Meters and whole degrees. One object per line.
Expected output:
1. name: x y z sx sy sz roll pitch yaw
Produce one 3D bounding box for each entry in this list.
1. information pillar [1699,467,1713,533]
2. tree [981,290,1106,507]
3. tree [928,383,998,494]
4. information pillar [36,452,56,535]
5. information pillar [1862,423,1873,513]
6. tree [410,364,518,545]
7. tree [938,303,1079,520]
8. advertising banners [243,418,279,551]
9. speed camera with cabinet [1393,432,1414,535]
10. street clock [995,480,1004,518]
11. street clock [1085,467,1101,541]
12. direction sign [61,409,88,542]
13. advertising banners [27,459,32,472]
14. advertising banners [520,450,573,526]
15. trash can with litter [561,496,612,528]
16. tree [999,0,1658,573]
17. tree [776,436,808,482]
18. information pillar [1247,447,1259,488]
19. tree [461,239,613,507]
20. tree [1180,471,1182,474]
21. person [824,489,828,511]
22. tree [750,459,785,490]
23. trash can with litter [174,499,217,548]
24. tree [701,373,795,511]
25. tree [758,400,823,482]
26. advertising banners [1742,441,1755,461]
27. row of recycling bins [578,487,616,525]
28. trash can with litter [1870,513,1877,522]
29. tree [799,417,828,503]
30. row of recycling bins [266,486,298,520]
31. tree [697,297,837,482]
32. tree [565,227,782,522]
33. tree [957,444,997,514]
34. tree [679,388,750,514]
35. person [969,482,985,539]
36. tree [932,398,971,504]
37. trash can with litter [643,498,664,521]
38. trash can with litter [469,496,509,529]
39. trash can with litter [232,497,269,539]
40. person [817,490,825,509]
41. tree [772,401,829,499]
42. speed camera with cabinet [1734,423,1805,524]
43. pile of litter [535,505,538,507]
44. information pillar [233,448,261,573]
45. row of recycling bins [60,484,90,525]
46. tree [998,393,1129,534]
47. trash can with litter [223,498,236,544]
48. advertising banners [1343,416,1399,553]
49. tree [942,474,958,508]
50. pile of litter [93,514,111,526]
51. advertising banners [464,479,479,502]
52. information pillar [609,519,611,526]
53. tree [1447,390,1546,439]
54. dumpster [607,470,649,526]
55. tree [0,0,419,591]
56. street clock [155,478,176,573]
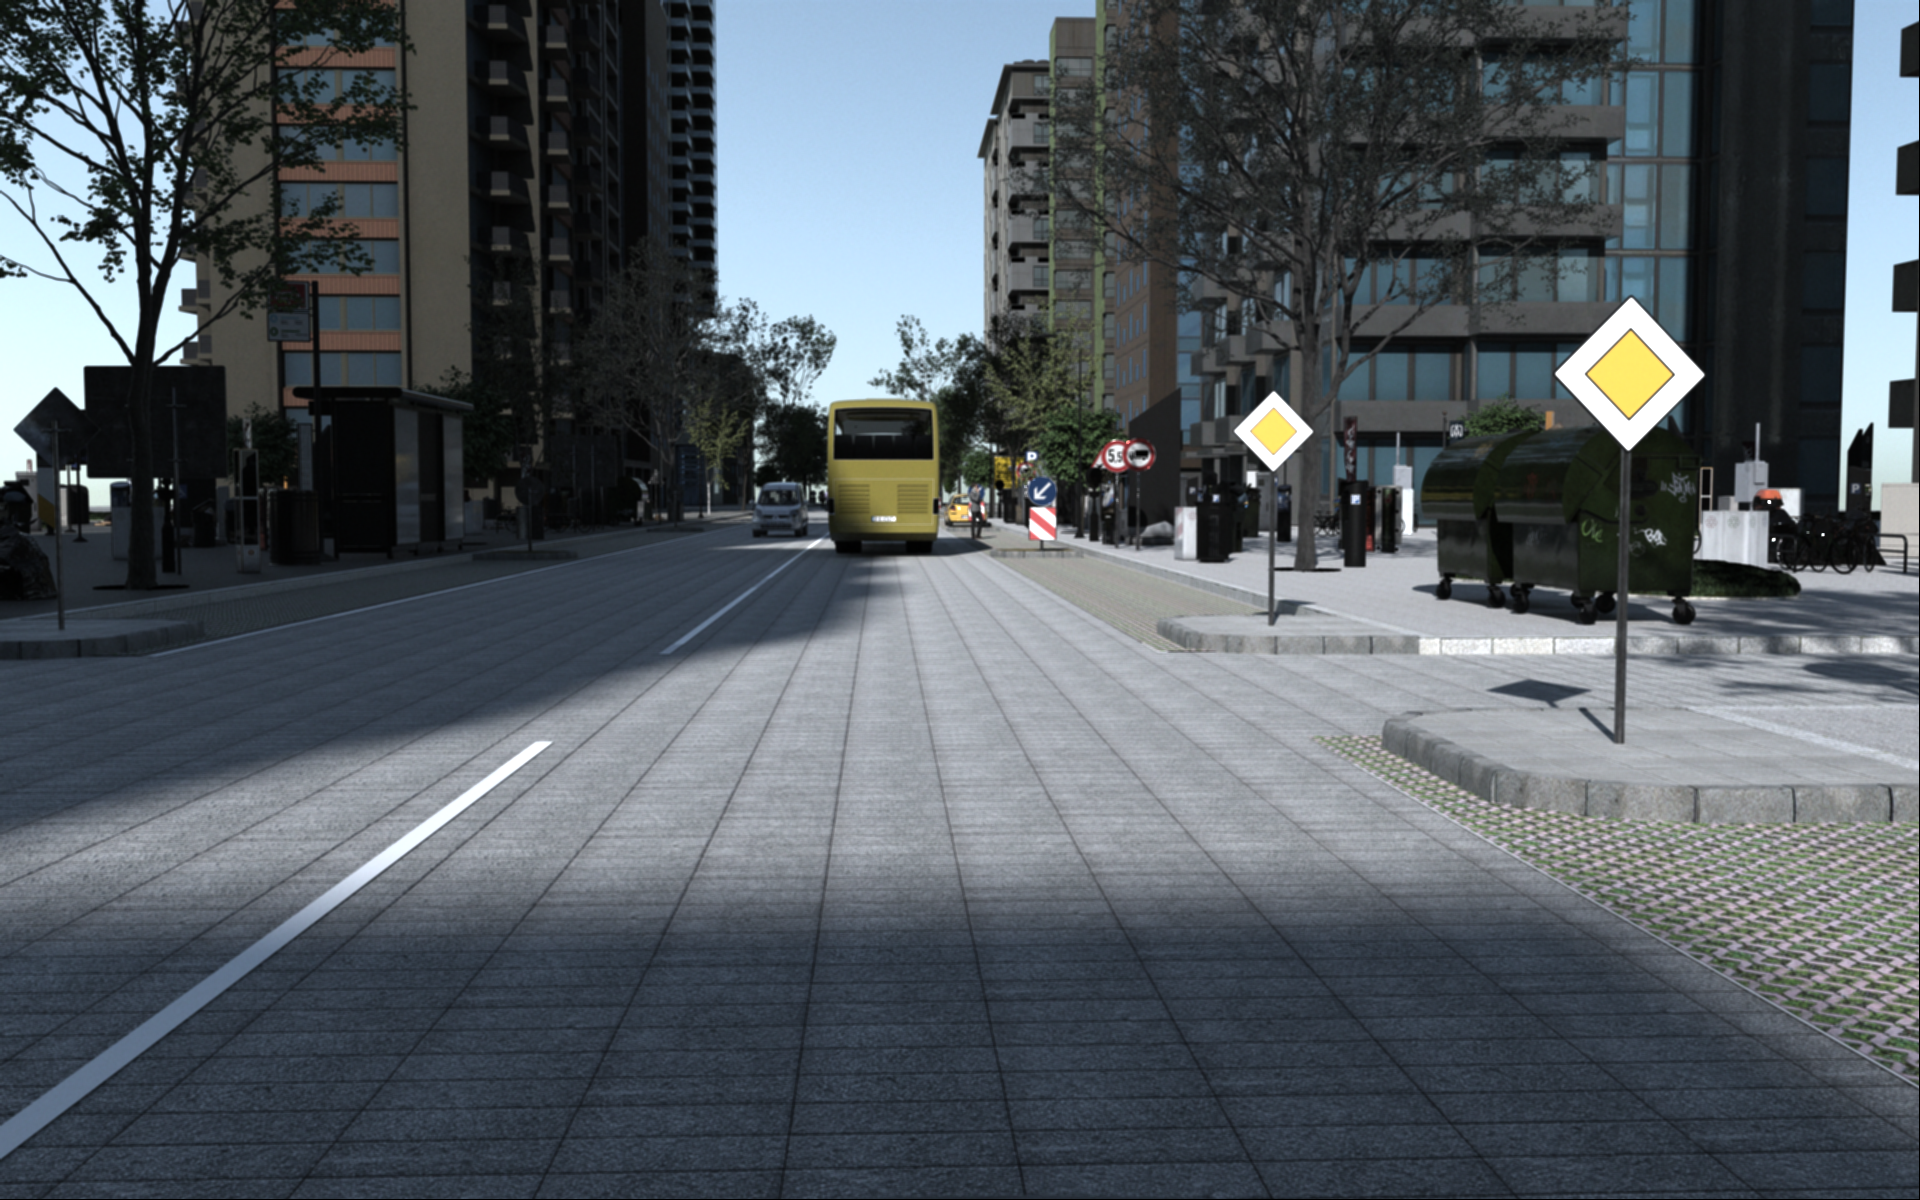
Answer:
1. information pillar: 20.663 -2.659 47.971 0.304 2.012 0.304 2 4 27
2. tree: 3.175 -6.825 61.952 4.737 8.622 4.395 0 3 0
3. tree: 0.040 -13.946 153.779 9.928 11.665 9.643 0 3 0
4. information pillar: -28.470 -3.829 53.953 0.504 3.616 0.183 -2 4 -29
5. information pillar: 29.897 -4.022 57.111 0.183 3.616 0.504 0 4 -2
6. tree: -12.750 -3.689 44.022 4.285 4.588 4.351 0 3 0
7. tree: 2.427 -9.234 85.389 8.767 10.594 7.601 2 4 35
8. advertising banners: -15.861 -2.639 39.338 0.090 3.025 2.074 -3 5 -43
9. speed camera with cabinet: 14.082 -3.706 54.934 0.660 3.252 2.038 1 4 13
10. street clock: 2.095 -5.311 91.405 0.471 2.002 0.358 0 4 6
11. street clock: 3.640 -2.591 46.937 0.471 2.002 0.358 -2 4 -30
12. direction sign: -23.677 -3.333 46.498 0.876 3.537 0.379 1 4 16
13. advertising banners: -47.491 -5.604 87.818 2.074 3.025 0.090 3 4 39
14. advertising banners: -16.611 -4.484 69.507 2.074 3.025 0.090 -1 4 -22
15. trash can with litter: -14.177 -3.291 64.870 2.233 1.210 1.678 1 4 16
16. tree: 5.907 -7.224 28.475 12.009 13.543 11.850 0 3 0
17. tree: -20.428 -16.021 212.305 4.360 8.622 3.978 0 3 0
18. information pillar: 10.524 -4.330 62.150 0.183 3.616 0.504 -3 5 -44
19. tree: -12.511 -6.104 50.156 4.360 8.622 3.978 0 3 0
20. tree: 9.076 -5.018 76.645 1.663 3.219 1.824 0 3 0
21. person: -10.933 -8.308 144.200 0.599 1.838 0.709 -3 5 -43
22. tree: -17.677 -10.764 159.711 4.285 4.588 4.351 0 3 0
23. trash can with litter: -18.364 -1.841 41.481 1.055 1.170 0.624 -1 4 -9
24. tree: -15.725 -11.843 128.047 7.601 10.594 8.767 0 4 7
25. tree: -18.646 -16.161 189.986 9.928 11.665 9.643 0 3 0
26. advertising banners: 26.898 -3.760 57.666 2.074 3.025 0.090 -1 4 -12
27. row of recycling bins: -15.115 -3.992 72.375 1.069 1.692 3.534 0 4 2
28. trash can with litter: 40.472 -4.110 78.252 2.233 1.210 1.678 -1 4 -8
29. tree: -22.049 -20.258 249.350 7.486 12.596 7.792 0 3 0
30. row of recycling bins: -33.757 -4.846 86.337 1.069 1.692 3.534 0 4 4
31. tree: -18.578 -19.092 168.046 12.611 20.169 13.585 0 3 0
32. tree: -13.585 -10.419 80.717 12.009 13.543 11.850 0 3 0
33. tree: 1.390 -7.960 113.863 4.285 4.588 4.351 0 3 0
34. tree: -15.601 -9.691 108.818 4.737 8.622 4.395 0 3 0
35. person: 0.537 -2.834 55.017 0.473 1.802 0.592 3 5 39
36. tree: -2.371 -17.451 203.453 7.486 12.596 7.792 0 3 0
37. trash can with litter: -14.887 -4.425 83.738 1.055 1.170 0.624 -3 4 -37
38. trash can with litter: -17.708 -3.242 64.071 2.233 1.210 1.678 0 4 7
39. trash can with litter: -20.330 -2.328 49.119 2.233 1.210 1.678 -1 4 -16
40. person: -13.243 -9.739 167.742 1.348 1.823 0.705 2 4 23
41. tree: -21.385 -20.193 236.809 9.857 13.997 8.962 0 3 0
42. speed camera with cabinet: 22.797 -3.328 48.742 2.038 3.252 0.660 -1 4 -21
43. pile of litter: -18.703 -3.786 75.858 1.719 0.858 1.176 -1 4 -15
44. information pillar: -11.567 -1.444 28.104 0.304 2.012 0.304 -3 5 -40
45. row of recycling bins: -37.868 -4.052 73.356 1.069 1.692 3.534 0 4 -5
46. tree: 3.995 -4.454 56.534 4.285 4.588 4.351 0 3 0
47. trash can with litter: -18.735 -2.050 44.901 0.624 1.170 1.055 -2 4 -29
48. advertising banners: 9.094 -2.585 38.454 0.090 3.025 2.074 -1 4 -22
49. tree: -0.878 -10.422 165.003 1.663 3.219 1.824 0 3 0
50. pile of litter: -34.523 -3.470 70.697 1.719 0.858 1.176 1 4 20
51. advertising banners: -17.562 -3.982 61.288 0.090 3.025 2.074 1 4 19
52. information pillar: -14.247 -4.850 70.657 0.183 3.616 0.504 0 4 -8
53. tree: 17.239 -4.367 55.114 4.285 4.588 4.351 0 3 0
54. dumpster: -13.350 -4.088 69.326 1.502 2.255 1.985 0 4 -2
55. tree: -10.908 -5.950 23.041 9.928 11.665 9.643 0 3 0
56. street clock: -12.984 -1.456 28.371 0.358 2.002 0.471 -1 4 -19
